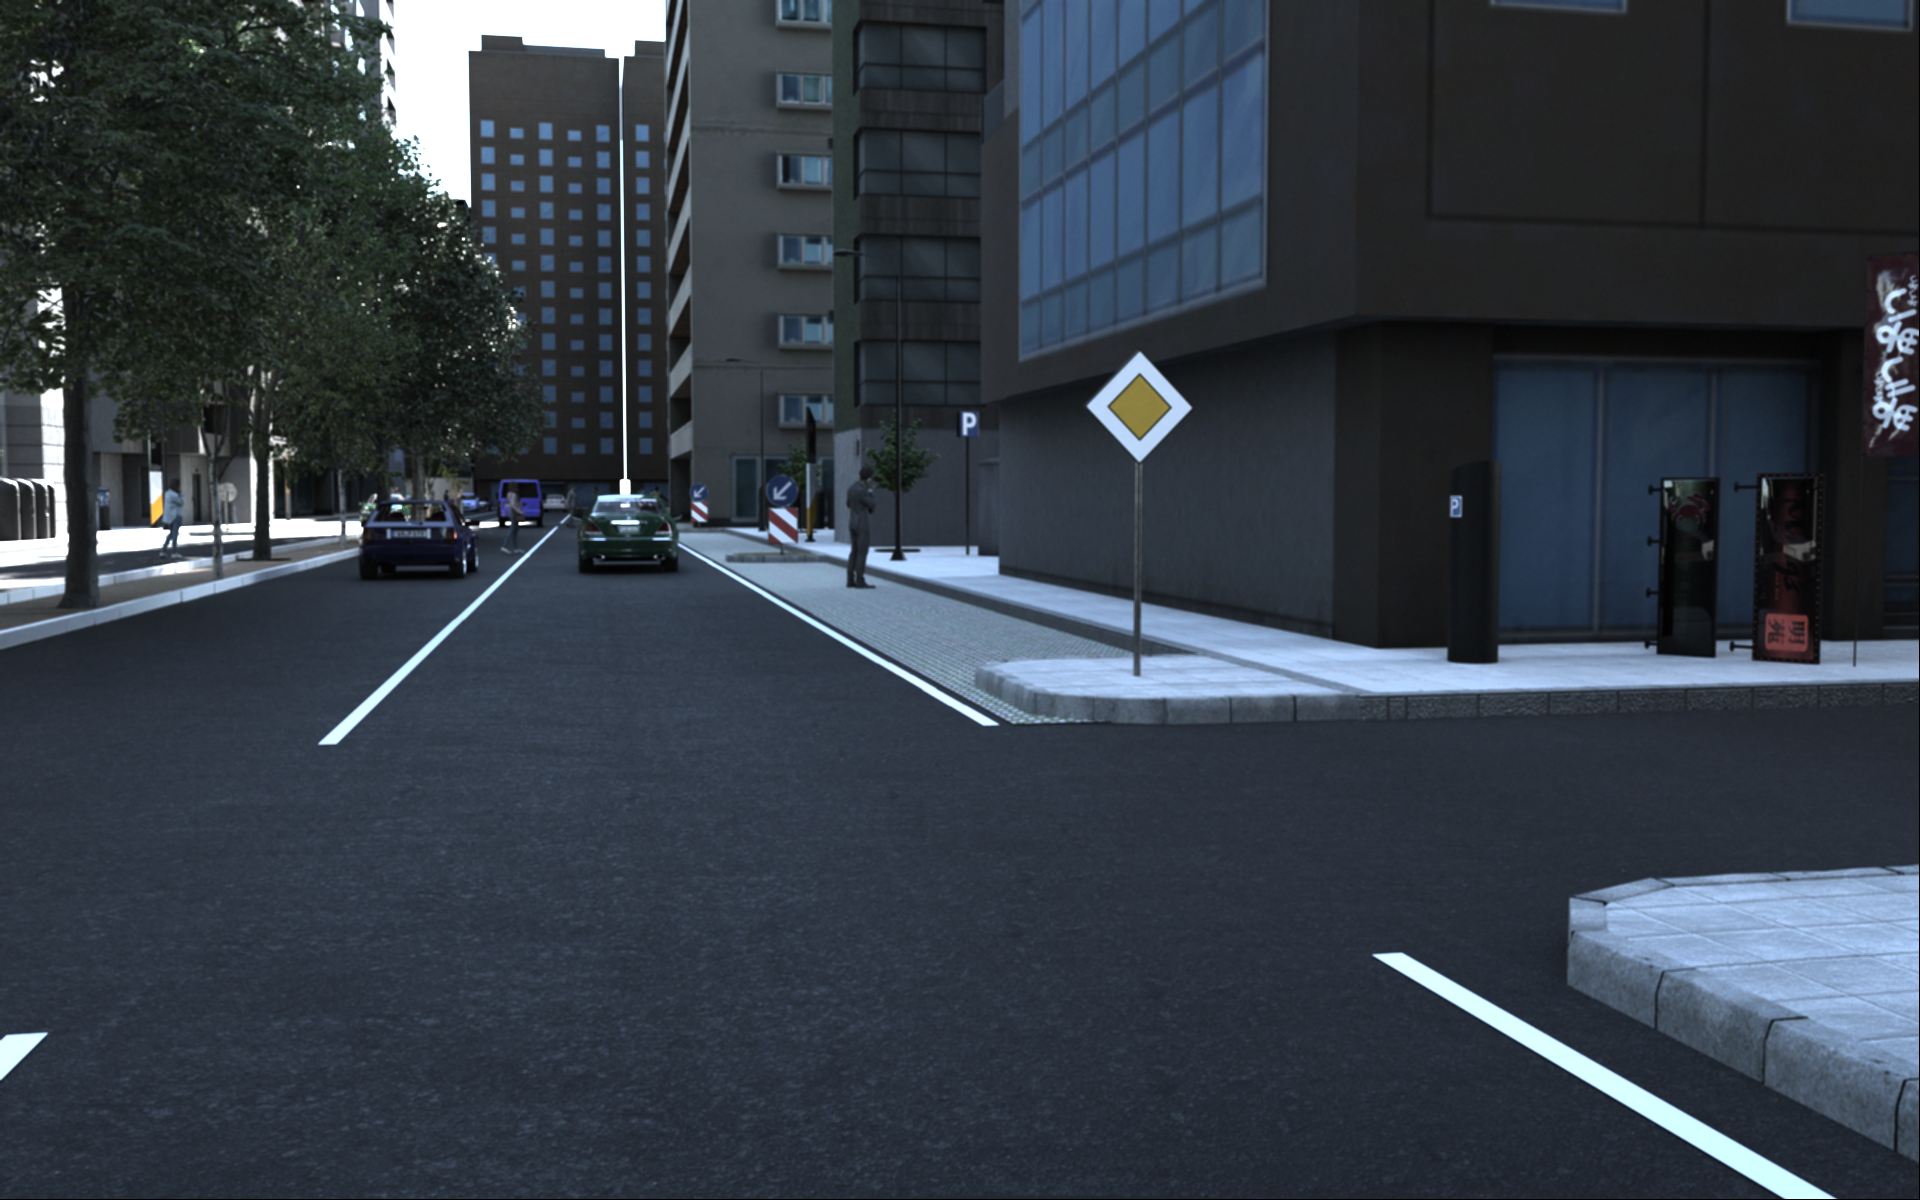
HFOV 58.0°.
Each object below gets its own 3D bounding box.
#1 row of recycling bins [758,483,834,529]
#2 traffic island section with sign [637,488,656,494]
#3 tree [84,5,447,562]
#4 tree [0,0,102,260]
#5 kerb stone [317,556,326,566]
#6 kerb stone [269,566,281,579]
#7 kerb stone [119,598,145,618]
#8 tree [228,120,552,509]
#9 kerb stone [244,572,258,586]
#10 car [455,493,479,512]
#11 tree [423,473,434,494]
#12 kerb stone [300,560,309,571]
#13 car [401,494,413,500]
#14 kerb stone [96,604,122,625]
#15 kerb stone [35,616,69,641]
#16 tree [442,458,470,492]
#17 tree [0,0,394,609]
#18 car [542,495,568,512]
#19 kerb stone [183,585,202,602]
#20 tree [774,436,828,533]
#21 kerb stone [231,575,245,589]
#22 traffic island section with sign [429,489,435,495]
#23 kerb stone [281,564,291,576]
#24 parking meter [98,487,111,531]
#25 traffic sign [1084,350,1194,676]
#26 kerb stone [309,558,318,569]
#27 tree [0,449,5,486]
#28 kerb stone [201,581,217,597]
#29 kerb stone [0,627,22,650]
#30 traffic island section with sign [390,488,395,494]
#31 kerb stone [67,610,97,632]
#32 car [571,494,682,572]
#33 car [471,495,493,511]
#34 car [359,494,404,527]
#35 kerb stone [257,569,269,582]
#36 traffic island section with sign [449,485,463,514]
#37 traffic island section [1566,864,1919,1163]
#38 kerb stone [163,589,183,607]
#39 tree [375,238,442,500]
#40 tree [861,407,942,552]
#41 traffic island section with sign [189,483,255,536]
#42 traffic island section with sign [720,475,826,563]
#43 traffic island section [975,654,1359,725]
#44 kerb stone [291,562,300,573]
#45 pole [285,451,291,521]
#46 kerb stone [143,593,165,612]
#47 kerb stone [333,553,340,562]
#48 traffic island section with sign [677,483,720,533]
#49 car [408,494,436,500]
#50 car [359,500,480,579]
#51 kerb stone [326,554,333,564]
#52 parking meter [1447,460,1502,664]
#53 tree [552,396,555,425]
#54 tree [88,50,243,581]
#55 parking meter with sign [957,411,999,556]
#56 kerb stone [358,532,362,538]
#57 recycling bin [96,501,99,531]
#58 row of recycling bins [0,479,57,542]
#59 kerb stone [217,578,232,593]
[{"bbox_3d":[-5.728,-3.445,63.432,3.534,1.692,1.069,1,4,15],"label":"row of recycling bins"},{"bbox_3d":[-25.566,-7.936,138.380,1.989,1.847,2.006,-1,4,-12],"label":"traffic island section with sign"},{"bbox_3d":[-14.801,-6.630,36.616,9.928,11.665,9.643,0,3,0],"label":"tree"},{"bbox_3d":[-9.970,-3.829,15.430,4.360,8.622,3.978,0,3,0],"label":"tree"},{"bbox_3d":[-12.794,-0.748,34.424,0.120,0.150,1.000,-1,4,-12],"label":"kerb stone"},{"bbox_3d":[-11.735,-0.441,29.411,0.120,0.150,1.000,-1,4,-12],"label":"kerb stone"},{"bbox_3d":[-9.813,0.112,20.374,0.120,0.150,1.000,-1,4,-12],"label":"kerb stone"},{"bbox_3d":[-17.567,-8.131,52.413,9.611,12.733,9.660,0,3,0],"label":"tree"},{"bbox_3d":[-11.310,-0.318,27.400,0.120,0.150,1.000,-1,4,-12],"label":"kerb stone"},{"bbox_3d":[-39.687,-7.945,139.490,1.945,1.707,3.694,-1,4,-12],"label":"car"},{"bbox_3d":[-48.714,-9.970,157.606,1.663,3.219,1.824,0,3,0],"label":"tree"},{"bbox_3d":[-12.374,-0.618,32.417,0.120,0.150,1.000,-1,4,-12],"label":"kerb stone"},{"bbox_3d":[-38.174,-6.753,119.215,1.959,1.807,4.718,-1,4,-13],"label":"car"},{"bbox_3d":[-9.597,0.180,19.371,0.120,0.150,1.000,-1,4,-12],"label":"kerb stone"},{"bbox_3d":[-9.176,0.296,17.362,0.120,0.150,1.000,-1,4,-12],"label":"kerb stone"},{"bbox_3d":[-21.287,-7.118,69.194,4.737,8.622,4.395,0,3,0],"label":"tree"},{"bbox_3d":[-11.196,-6.186,21.722,7.486,12.596,7.792,0,3,0],"label":"tree"},{"bbox_3d":[-32.212,-7.678,137.902,2.083,1.381,4.827,-1,4,-10],"label":"car"},{"bbox_3d":[-10.455,-0.073,23.396,0.120,0.150,1.000,-1,4,-12],"label":"kerb stone"},{"bbox_3d":[-5.429,-3.862,57.747,1.663,3.219,1.824,0,3,0],"label":"tree"},{"bbox_3d":[-11.100,-0.257,26.399,0.120,0.150,1.000,-1,4,-12],"label":"kerb stone"},{"bbox_3d":[-41.374,-7.757,135.450,1.989,1.847,2.006,-1,4,-12],"label":"traffic island section with sign"},{"bbox_3d":[-11.948,-0.501,30.412,0.120,0.150,1.000,-1,4,-12],"label":"kerb stone"},{"bbox_3d":[-29.666,-3.157,60.030,0.372,1.533,0.369,0,3,0],"label":"parking meter"},{"bbox_3d":[1.246,-0.520,12.152,0.795,2.450,0.064,-1,4,-12],"label":"traffic sign"},{"bbox_3d":[-12.584,-0.684,33.417,0.120,0.150,1.000,-1,4,-12],"label":"kerb stone"},{"bbox_3d":[-33.800,-4.048,60.781,1.663,3.219,1.824,0,3,0],"label":"tree"},{"bbox_3d":[-10.675,-0.134,24.398,0.120,0.150,1.000,-1,4,-12],"label":"kerb stone"},{"bbox_3d":[-8.966,0.357,16.361,0.120,0.150,1.000,-1,4,-12],"label":"kerb stone"},{"bbox_3d":[-35.686,-6.122,108.716,1.989,1.847,2.006,-1,4,-12],"label":"traffic island section with sign"},{"bbox_3d":[-9.390,0.235,18.366,0.120,0.150,1.000,-1,4,-12],"label":"kerb stone"},{"bbox_3d":[-6.386,-1.314,33.280,2.131,1.459,4.920,-1,4,-11],"label":"car"},{"bbox_3d":[-40.738,-8.255,147.548,1.945,1.354,3.894,-1,4,-13],"label":"car"},{"bbox_3d":[-25.747,-4.028,77.660,2.131,1.459,4.920,-1,4,-12],"label":"car"},{"bbox_3d":[-11.525,-0.380,28.407,0.120,0.150,1.000,-1,4,-12],"label":"kerb stone"},{"bbox_3d":[-24.274,-4.597,83.290,2.006,1.907,1.989,-1,4,-12],"label":"traffic island section with sign"},{"bbox_3d":[2.928,1.092,4.423,2.009,0.180,2.903,-1,4,-12],"label":"traffic island section"},{"bbox_3d":[-10.252,-0.011,22.383,0.120,0.150,1.000,-1,4,-12],"label":"kerb stone"},{"bbox_3d":[-15.994,-5.620,44.713,4.737,8.622,4.395,0,3,0],"label":"tree"},{"bbox_3d":[-1.465,-2.693,38.639,1.663,3.219,1.824,0,3,0],"label":"tree"},{"bbox_3d":[-25.233,-3.113,59.527,1.989,1.847,2.006,-1,4,-12],"label":"traffic island section with sign"},{"bbox_3d":[-3.953,-1.720,36.756,1.989,1.847,2.006,-1,4,-12],"label":"traffic island section with sign"},{"bbox_3d":[1.267,0.614,12.234,2.009,0.180,2.903,-1,4,-12],"label":"traffic island section"},{"bbox_3d":[-12.165,-0.564,31.415,0.120,0.150,1.000,-1,4,-12],"label":"kerb stone"},{"bbox_3d":[-31.951,-5.411,82.313,0.158,3.312,0.155,0,3,0],"label":"pole"},{"bbox_3d":[-10.033,0.050,21.378,0.120,0.150,1.000,-1,4,-12],"label":"kerb stone"},{"bbox_3d":[-13.232,-0.871,36.431,0.120,0.150,1.000,-1,4,-12],"label":"kerb stone"},{"bbox_3d":[-9.866,-3.417,64.499,1.989,1.847,2.006,-1,4,-12],"label":"traffic island section with sign"},{"bbox_3d":[-31.352,-5.544,100.865,2.015,1.641,3.980,-1,4,-10],"label":"car"},{"bbox_3d":[-9.534,-1.106,30.665,1.945,1.354,3.894,-1,4,-11],"label":"car"},{"bbox_3d":[-13.017,-0.809,35.422,0.120,0.150,1.000,-1,4,-12],"label":"kerb stone"},{"bbox_3d":[3.926,-0.294,13.222,0.372,1.533,0.369,0,3,0],"label":"parking meter"},{"bbox_3d":[-19.500,-8.719,62.026,9.611,12.733,9.660,0,3,0],"label":"tree"},{"bbox_3d":[-12.107,-4.598,27.996,4.737,8.622,4.395,0,3,0],"label":"tree"},{"bbox_3d":[0.730,-2.422,35.856,0.543,3.016,1.738,-3,5,-43],"label":"parking meter with sign"},{"bbox_3d":[-19.550,-2.072,56.072,0.120,0.150,1.000,-1,4,-12],"label":"kerb stone"},{"bbox_3d":[-30.537,-2.971,61.131,0.722,1.027,0.722,-1,4,-17],"label":"recycling bin"},{"bbox_3d":[-26.120,-2.518,48.276,1.069,1.692,3.534,-1,4,-9],"label":"row of recycling bins"},{"bbox_3d":[-10.883,-0.196,25.400,0.120,0.150,1.000,-1,4,-12],"label":"kerb stone"}]
